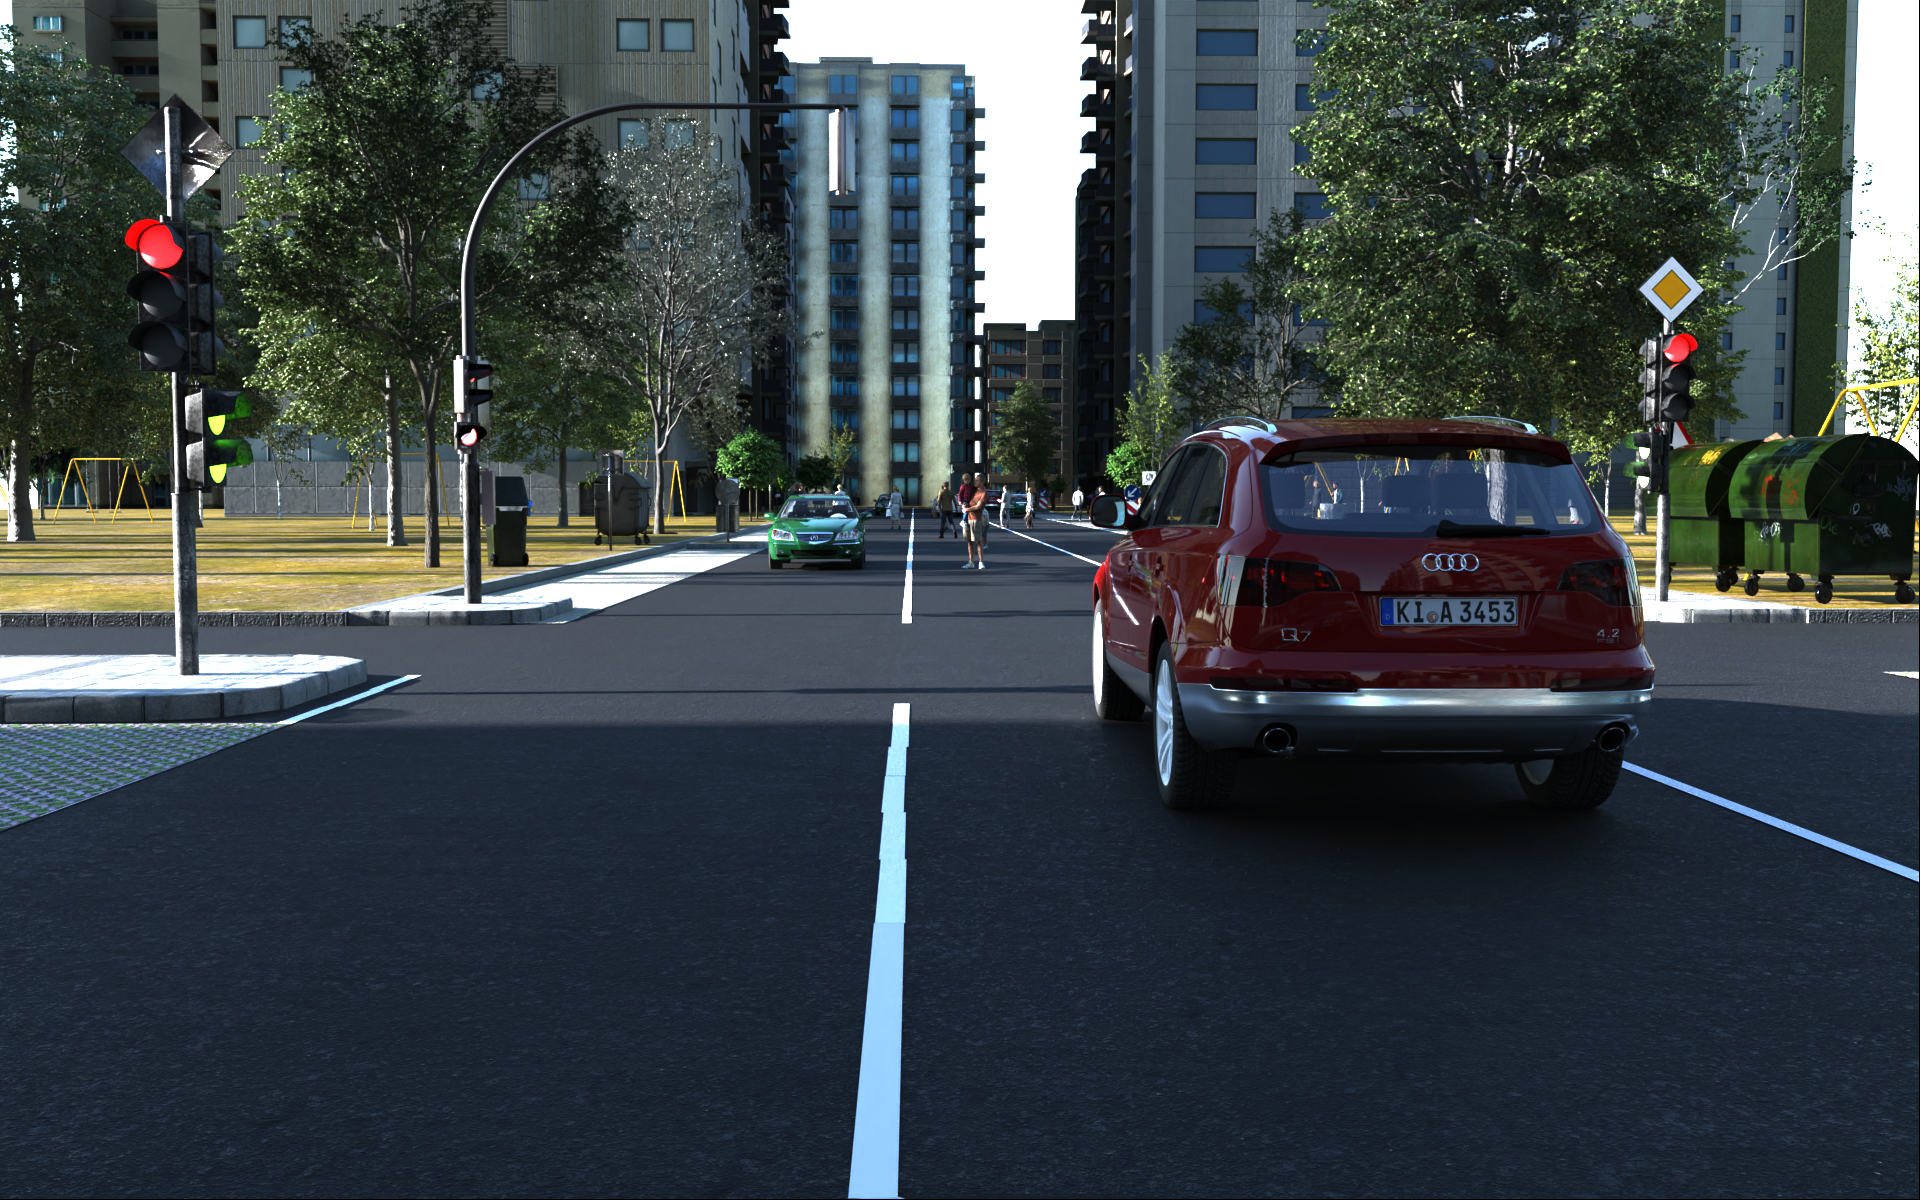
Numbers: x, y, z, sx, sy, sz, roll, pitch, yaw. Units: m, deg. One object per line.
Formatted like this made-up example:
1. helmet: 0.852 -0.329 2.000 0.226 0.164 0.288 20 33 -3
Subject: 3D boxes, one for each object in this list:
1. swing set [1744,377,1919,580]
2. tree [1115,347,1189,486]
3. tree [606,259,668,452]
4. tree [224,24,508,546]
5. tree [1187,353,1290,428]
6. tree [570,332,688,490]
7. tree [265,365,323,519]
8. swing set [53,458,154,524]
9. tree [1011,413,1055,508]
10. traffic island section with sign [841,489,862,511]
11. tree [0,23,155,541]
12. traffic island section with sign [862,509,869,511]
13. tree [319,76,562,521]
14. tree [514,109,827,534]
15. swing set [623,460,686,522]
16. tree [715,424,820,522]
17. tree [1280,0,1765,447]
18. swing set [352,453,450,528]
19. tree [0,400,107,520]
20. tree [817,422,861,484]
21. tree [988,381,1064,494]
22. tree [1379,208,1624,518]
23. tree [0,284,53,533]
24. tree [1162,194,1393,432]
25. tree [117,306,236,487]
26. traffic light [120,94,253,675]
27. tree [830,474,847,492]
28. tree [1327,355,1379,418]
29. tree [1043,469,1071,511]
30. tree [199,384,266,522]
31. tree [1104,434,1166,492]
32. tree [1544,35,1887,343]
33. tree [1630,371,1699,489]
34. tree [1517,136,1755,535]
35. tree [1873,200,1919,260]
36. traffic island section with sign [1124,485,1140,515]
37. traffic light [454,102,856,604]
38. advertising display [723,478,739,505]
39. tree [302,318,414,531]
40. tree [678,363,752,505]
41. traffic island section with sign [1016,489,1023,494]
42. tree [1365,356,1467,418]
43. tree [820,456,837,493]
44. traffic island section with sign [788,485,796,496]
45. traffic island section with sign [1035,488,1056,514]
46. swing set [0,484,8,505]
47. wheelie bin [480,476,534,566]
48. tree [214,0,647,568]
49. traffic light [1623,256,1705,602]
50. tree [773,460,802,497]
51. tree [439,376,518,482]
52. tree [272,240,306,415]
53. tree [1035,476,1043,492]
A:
1. swing set: 12.962 -1.620 24.108 2.862 2.851 3.119 0 4 6
2. tree: 9.803 -8.352 86.922 4.737 8.622 4.395 0 3 0
3. tree: -15.117 -9.131 67.414 7.486 12.596 7.792 0 3 0
4. tree: -13.962 -7.581 42.085 7.486 12.596 7.792 0 3 0
5. tree: 12.498 -7.980 80.831 4.360 8.622 3.978 0 3 0
6. tree: -13.851 -7.610 74.794 4.737 8.622 4.395 0 3 0
7. tree: -34.908 -8.477 88.968 4.360 8.622 3.978 0 3 0
8. swing set: -37.550 -4.801 76.116 3.119 2.851 2.862 1 4 10
9. tree: 6.793 -12.583 156.100 4.737 8.622 4.395 0 3 0
10. traffic island section with sign: -8.109 -6.938 122.060 1.989 1.847 2.006 0 4 -2
11. tree: -25.788 -8.606 47.367 9.857 13.997 8.962 0 3 0
12. traffic island section with sign: -8.819 -8.596 149.168 1.989 1.847 2.006 0 4 -2
13. tree: -24.236 -13.731 80.399 12.611 20.169 13.585 0 3 0
14. tree: -9.532 -8.859 55.208 12.009 13.543 11.850 0 3 0
15. swing set: -14.770 -5.110 81.173 3.119 2.851 2.862 -2 4 -26
16. tree: -10.178 -6.342 87.409 4.285 4.588 4.351 0 3 0
17. tree: 10.831 -7.815 34.424 9.857 13.997 8.962 0 3 0
18. swing set: -21.546 -4.208 66.426 3.119 2.851 2.862 0 4 -1
19. tree: -53.809 -7.578 86.811 20.602 7.101 11.467 -1 4 -20
20. tree: -12.005 -13.607 172.832 4.737 8.622 4.395 0 3 0
21. tree: 6.681 -15.626 173.605 7.486 12.596 7.792 0 3 0
22. tree: 14.186 -5.828 45.651 4.737 8.622 4.395 0 3 0
23. tree: -31.667 -6.531 57.145 4.737 8.622 4.395 0 3 0
24. tree: 9.815 -7.338 54.386 8.767 10.594 7.601 -3 5 -39
25. tree: -26.298 -6.552 57.494 4.737 8.622 4.395 0 3 0
26. traffic light: -5.479 -1.425 12.212 0.839 4.253 0.868 0 4 -2
27. tree: -11.692 -10.575 167.505 1.663 3.219 1.824 0 3 0
28. tree: 18.216 -7.798 77.855 4.737 8.622 4.395 0 3 0
29. tree: 7.445 -8.343 131.017 1.663 3.219 1.824 0 3 0
30. tree: -35.256 -7.980 80.841 4.360 8.622 3.978 0 3 0
31. tree: 9.404 -6.634 92.174 4.285 4.588 4.351 0 3 0
32. tree: 29.718 -13.047 69.208 12.611 20.169 13.585 0 3 0
33. tree: 35.025 -8.318 86.359 4.737 8.622 4.395 0 3 0
34. tree: 21.121 -8.335 54.412 7.486 12.596 7.792 0 3 0
35. tree: 24.213 -5.644 42.638 4.737 8.622 4.395 0 3 0
36. traffic island section with sign: 7.026 -3.917 72.678 1.989 1.847 2.006 0 4 -2
37. traffic light: -3.602 -2.790 20.284 4.771 5.953 1.251 0 4 -2
38. advertising display: -9.014 -3.854 68.219 0.123 1.923 0.974 2 4 26
39. tree: -20.728 -6.712 60.097 4.737 8.622 4.395 0 3 0
40. tree: -12.946 -8.708 92.744 4.360 8.622 3.978 0 3 0
41. traffic island section with sign: 4.986 -8.626 149.657 1.989 1.847 2.006 0 4 -2
42. tree: 18.323 -7.372 70.900 4.360 8.622 3.978 0 3 0
43. tree: -10.719 -8.831 128.094 4.285 4.588 4.351 0 3 0
44. traffic island section with sign: -6.793 -3.904 72.465 1.989 1.847 2.006 0 4 -2
45. traffic island section with sign: 5.713 -6.960 122.416 1.989 1.847 2.006 0 4 -2
46. swing set: -36.746 -4.114 64.891 2.862 2.851 3.119 -2 4 -30
47. wheelie bin: -8.135 -1.407 30.909 0.980 1.594 0.693 -2 4 -31
48. tree: -9.097 -5.867 30.342 8.767 10.594 7.601 1 4 22
49. traffic light: 8.365 -1.936 20.582 0.839 4.253 0.868 0 4 -2
50. tree: -9.714 -6.316 97.872 1.663 3.219 1.824 0 3 0
51. tree: -25.334 -8.651 91.800 4.360 8.622 3.978 0 3 0
52. tree: -29.284 -9.726 65.676 9.857 13.997 8.962 0 3 0
53. tree: 7.964 -10.360 163.990 1.663 3.219 1.824 0 3 0
